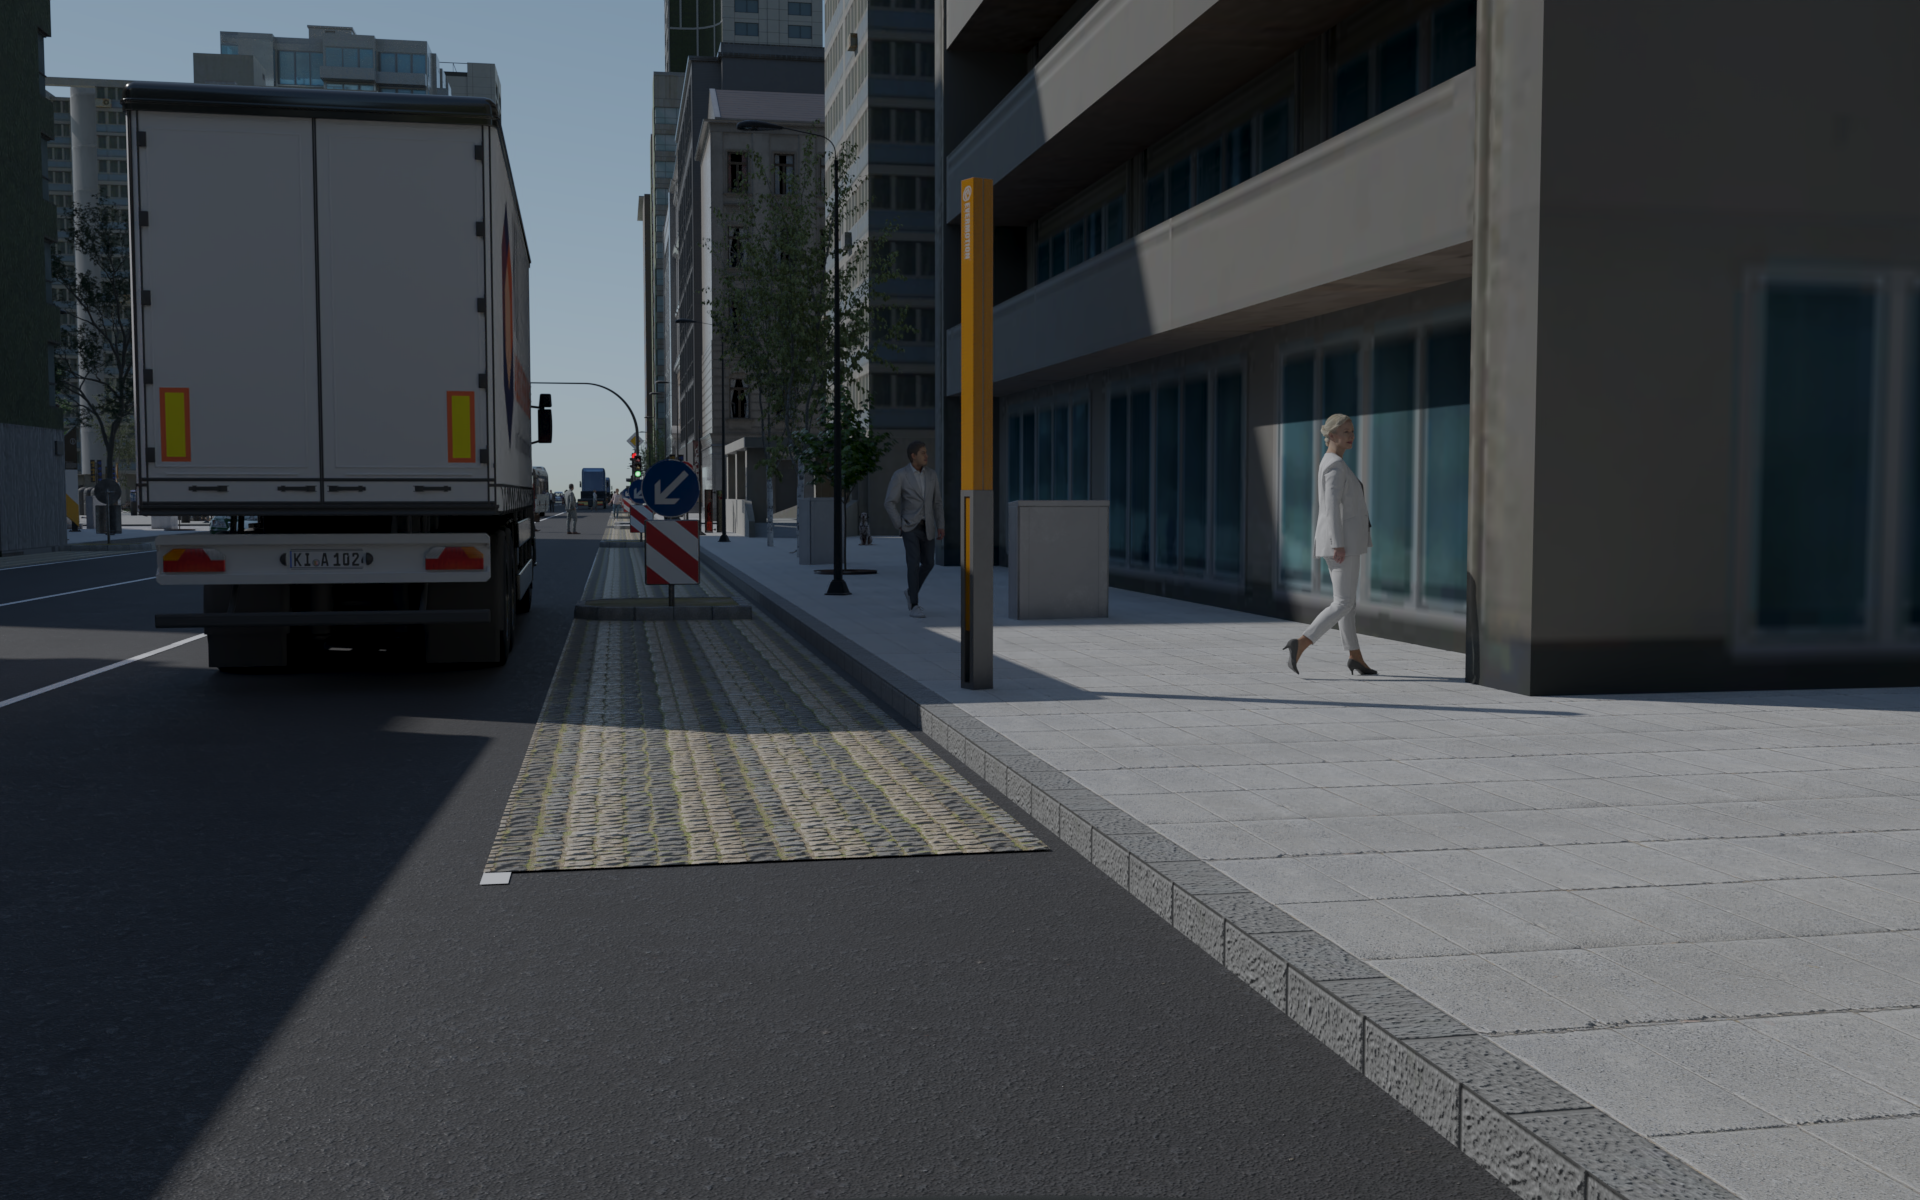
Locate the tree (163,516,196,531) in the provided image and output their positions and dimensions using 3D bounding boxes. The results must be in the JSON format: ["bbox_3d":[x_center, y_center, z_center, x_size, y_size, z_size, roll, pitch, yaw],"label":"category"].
[{"bbox_3d":[-27.389,-4.055,60.895,1.663,3.219,1.824,0,3,0],"label":"tree"}]

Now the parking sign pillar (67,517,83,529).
[{"bbox_3d":[-33.020,-4.589,63.497,1.447,3.967,1.447,-1,4,-12],"label":"parking sign pillar"}]

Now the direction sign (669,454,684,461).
[{"bbox_3d":[-16.191,-6.547,99.044,0.876,3.537,0.379,-2,4,-35],"label":"direction sign"}]

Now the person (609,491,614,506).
[{"bbox_3d":[-42.073,-12.273,209.297,0.705,1.807,1.348,1,4,13],"label":"person"}]

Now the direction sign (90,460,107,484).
[{"bbox_3d":[-57.140,-7.500,114.618,0.379,3.537,0.876,1,4,22],"label":"direction sign"}]

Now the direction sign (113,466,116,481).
[{"bbox_3d":[-69.523,-9.169,141.913,0.876,3.537,0.379,0,4,-7],"label":"direction sign"}]

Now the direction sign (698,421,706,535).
[{"bbox_3d":[-8.091,-3.781,53.819,0.379,3.537,0.876,-1,4,-10],"label":"direction sign"}]

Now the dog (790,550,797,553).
[{"bbox_3d":[-3.287,-1.211,37.537,0.748,0.427,0.550,2,4,25],"label":"dog"}]

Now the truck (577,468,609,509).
[{"bbox_3d":[-36.412,-11.119,171.559,2.967,4.110,18.799,-1,4,-11],"label":"truck"}]

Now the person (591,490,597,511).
[{"bbox_3d":[-30.831,-8.394,145.970,0.641,1.798,0.478,0,4,4],"label":"person"}]

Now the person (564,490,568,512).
[{"bbox_3d":[-32.040,-8.095,141.040,0.466,1.800,0.511,0,4,6],"label":"person"}]

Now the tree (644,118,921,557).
[{"bbox_3d":[-3.107,-5.182,35.086,4.737,8.622,4.395,0,3,0],"label":"tree"}]

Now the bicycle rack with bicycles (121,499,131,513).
[{"bbox_3d":[-56.948,-6.385,117.780,2.925,0.926,2.852,-2,4,-27],"label":"bicycle rack with bicycles"}]

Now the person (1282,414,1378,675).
[{"bbox_3d":[2.603,-0.381,12.155,0.818,1.842,0.514,-1,4,-16],"label":"person"}]

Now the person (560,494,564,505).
[{"bbox_3d":[-53.893,-13.627,234.535,0.697,1.427,0.421,-3,4,-37],"label":"person"}]

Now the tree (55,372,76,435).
[{"bbox_3d":[-61.731,-11.431,112.652,9.928,11.665,9.643,0,3,0],"label":"tree"}]

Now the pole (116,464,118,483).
[{"bbox_3d":[-54.966,-7.290,113.026,0.158,3.312,0.155,0,3,0],"label":"pole"}]

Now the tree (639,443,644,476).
[{"bbox_3d":[-27.896,-12.896,161.208,4.737,8.622,4.395,0,3,0],"label":"tree"}]

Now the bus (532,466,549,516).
[{"bbox_3d":[-27.495,-6.957,108.608,2.948,3.499,13.247,-1,4,-10],"label":"bus"}]

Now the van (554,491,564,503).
[{"bbox_3d":[-61.521,-15.803,265.387,2.013,2.044,4.112,-1,4,-10],"label":"van"}]

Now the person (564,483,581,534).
[{"bbox_3d":[-13.883,-3.255,61.816,0.635,1.810,0.391,3,5,42],"label":"person"}]

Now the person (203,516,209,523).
[{"bbox_3d":[-33.013,-4.307,76.324,0.748,1.841,0.638,0,4,-2],"label":"person"}]

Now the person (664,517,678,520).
[{"bbox_3d":[-7.164,-2.167,43.294,0.474,1.900,0.648,-3,4,-38],"label":"person"}]

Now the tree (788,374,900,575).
[{"bbox_3d":[-1.985,-2.036,27.891,1.663,3.219,1.824,0,3,0],"label":"tree"}]

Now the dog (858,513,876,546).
[{"bbox_3d":[-2.267,-1.774,43.385,0.800,0.831,0.513,-3,5,-42],"label":"dog"}]

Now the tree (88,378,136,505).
[{"bbox_3d":[-53.443,-9.792,110.461,4.360,8.622,3.978,0,3,0],"label":"tree"}]

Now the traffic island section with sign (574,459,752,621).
[{"bbox_3d":[-3.530,-0.720,20.403,1.989,1.847,2.006,-1,4,-11],"label":"traffic island section with sign"}]

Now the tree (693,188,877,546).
[{"bbox_3d":[-4.455,-5.613,42.142,4.360,8.622,3.978,0,3,0],"label":"tree"}]

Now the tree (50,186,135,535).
[{"bbox_3d":[-26.542,-7.281,53.465,8.767,10.594,7.601,0,4,-7],"label":"tree"}]

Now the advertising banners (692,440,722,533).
[{"bbox_3d":[-8.299,-3.736,57.272,0.090,3.025,2.074,1,4,22],"label":"advertising banners"}]

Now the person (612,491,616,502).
[{"bbox_3d":[-30.077,-8.650,150.931,0.522,1.701,0.512,-2,4,-35],"label":"person"}]

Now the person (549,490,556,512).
[{"bbox_3d":[-31.926,-7.733,135.338,0.661,1.777,0.834,-1,4,-19],"label":"person"}]

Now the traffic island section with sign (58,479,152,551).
[{"bbox_3d":[-21.772,-2.167,44.066,1.989,1.847,2.006,-1,4,-11],"label":"traffic island section with sign"}]

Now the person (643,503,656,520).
[{"bbox_3d":[-10.207,-2.965,57.209,0.641,1.798,0.478,-2,4,-30],"label":"person"}]

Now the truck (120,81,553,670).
[{"bbox_3d":[-5.650,-1.749,17.509,2.839,4.237,11.283,-1,4,-12],"label":"truck"}]

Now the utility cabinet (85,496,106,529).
[{"bbox_3d":[-32.093,-3.255,64.387,0.306,1.237,1.020,0,4,3],"label":"utility cabinet"}]

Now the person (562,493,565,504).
[{"bbox_3d":[-57.091,-14.802,250.482,1.348,1.831,0.705,-1,4,-9],"label":"person"}]

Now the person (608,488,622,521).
[{"bbox_3d":[-18.469,-5.111,92.739,0.731,1.740,0.598,-1,4,-16],"label":"person"}]

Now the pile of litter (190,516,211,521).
[{"bbox_3d":[-36.179,-4.174,82.212,1.176,0.858,1.719,-2,4,-33],"label":"pile of litter"}]

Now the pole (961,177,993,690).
[{"bbox_3d":[0.111,-1.069,11.327,0.158,3.312,0.155,0,3,0],"label":"pole"}]

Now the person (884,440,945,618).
[{"bbox_3d":[-0.497,-0.756,18.250,0.661,1.843,0.795,-2,4,-28],"label":"person"}]

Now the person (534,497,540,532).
[{"bbox_3d":[-16.164,-3.459,65.020,0.822,1.834,0.622,-1,4,-22],"label":"person"}]

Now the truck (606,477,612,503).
[{"bbox_3d":[-56.027,-17.177,270.606,2.967,4.110,18.799,-1,4,-10],"label":"truck"}]

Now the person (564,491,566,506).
[{"bbox_3d":[-45.719,-11.745,200.486,0.705,1.831,1.348,-1,4,-16],"label":"person"}]
